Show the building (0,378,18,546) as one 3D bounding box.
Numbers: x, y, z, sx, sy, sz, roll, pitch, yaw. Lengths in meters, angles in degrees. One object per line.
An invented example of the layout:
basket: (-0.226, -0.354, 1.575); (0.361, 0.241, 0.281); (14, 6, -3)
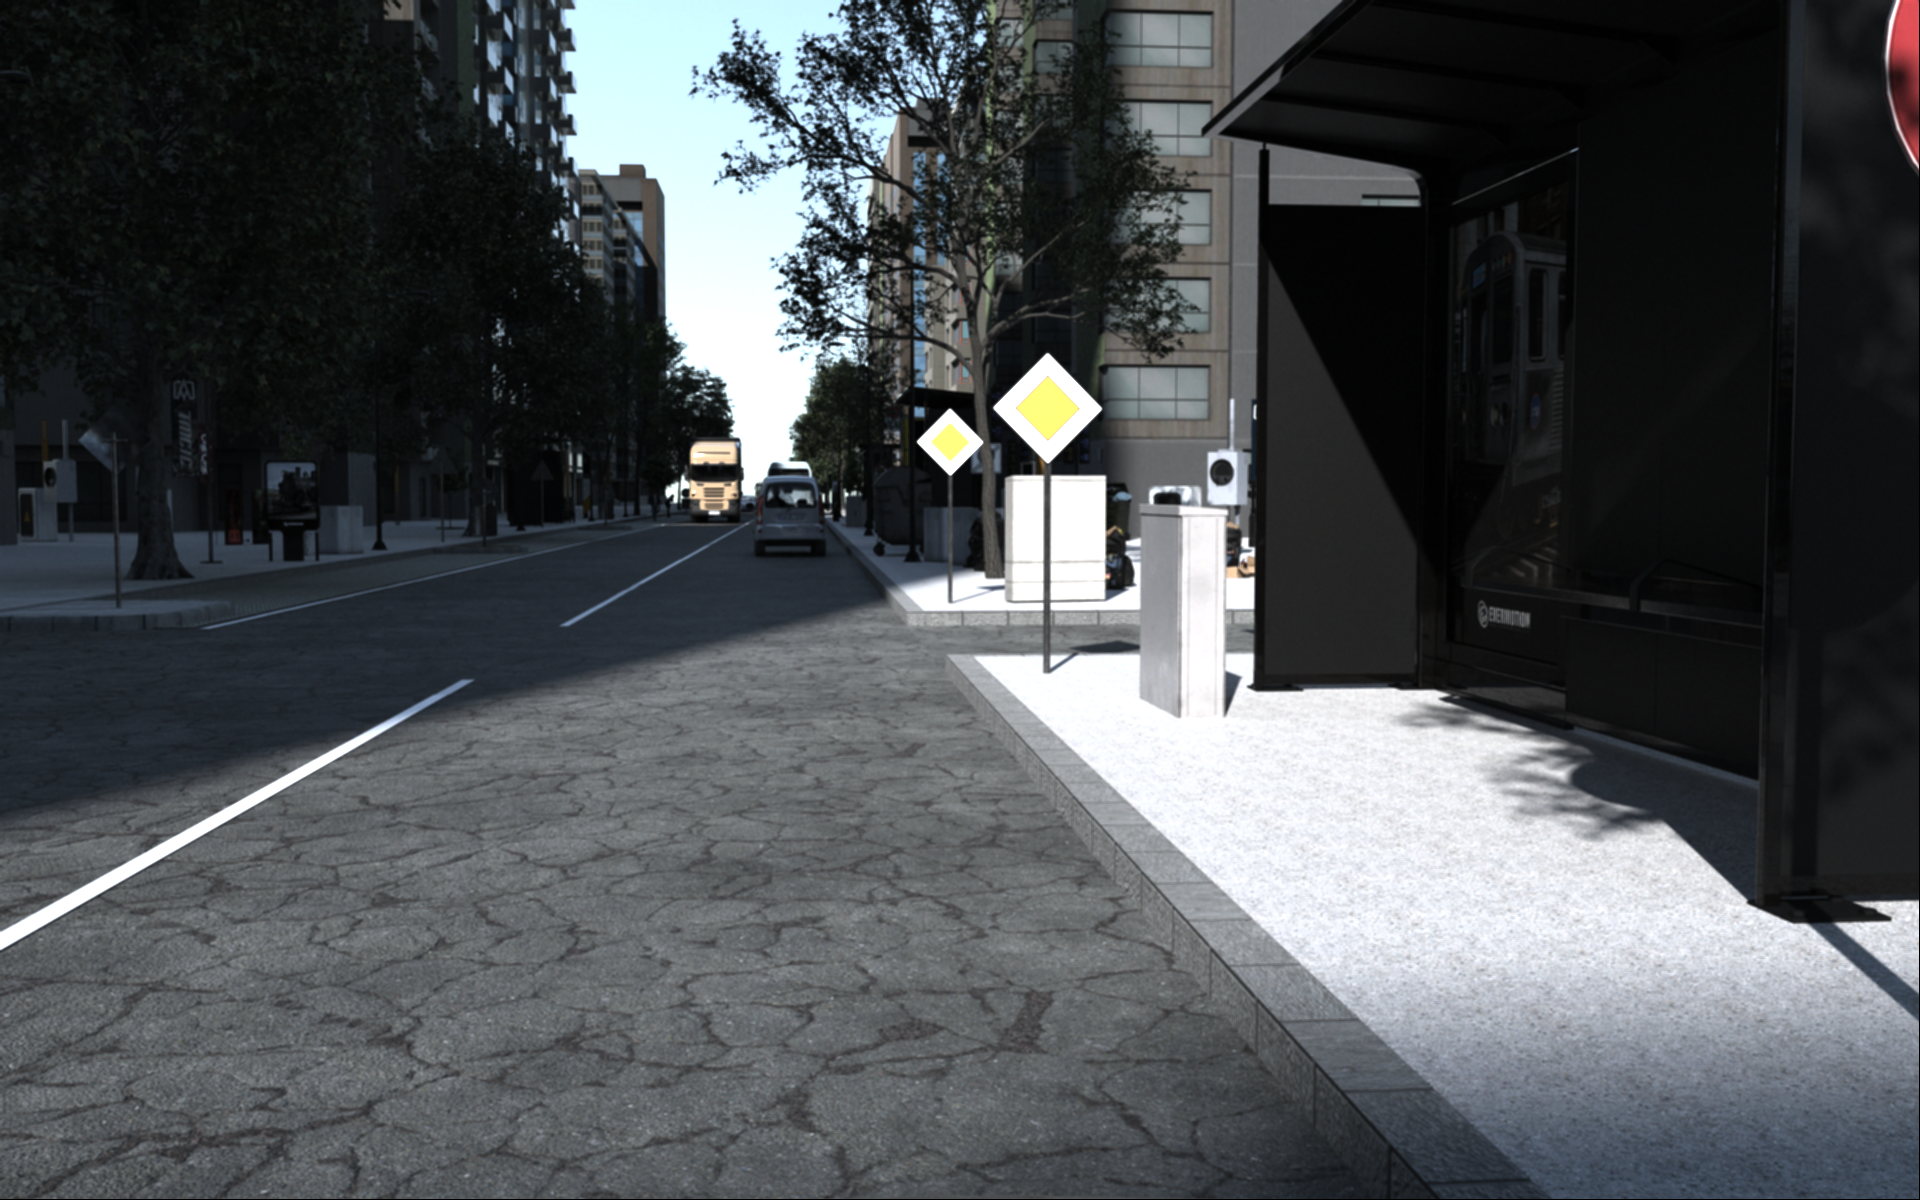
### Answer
building: (-30.274, -21.508, 35.245); (14.154, 41.232, 14.086); (0, 4, -5)

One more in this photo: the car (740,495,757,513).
car: (-15.115, -6.696, 121.842); (2.083, 1.381, 4.827); (0, 4, -6)

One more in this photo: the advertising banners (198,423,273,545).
advertising banners: (-18.306, -2.903, 43.655); (0.090, 3.025, 2.074); (2, 4, 34)

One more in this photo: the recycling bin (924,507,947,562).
recycling bin: (-0.218, -1.246, 32.919); (0.722, 1.027, 0.722); (-2, 4, -31)

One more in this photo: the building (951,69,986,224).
building: (11.984, -28.195, 152.873); (32.217, 40.220, 23.993); (0, 4, -5)

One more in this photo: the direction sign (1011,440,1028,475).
direction sign: (2.422, -4.906, 72.202); (0.876, 3.537, 0.379); (-1, 4, -11)

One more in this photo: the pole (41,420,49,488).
pole: (-25.101, -3.285, 47.561); (0.158, 3.312, 0.155); (0, 3, 0)

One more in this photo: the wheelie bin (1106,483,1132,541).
wheelie bin: (4.265, -2.414, 47.372); (0.980, 1.594, 0.693); (3, 4, 36)

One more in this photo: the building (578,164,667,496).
building: (-47.951, -35.983, 238.427); (14.600, 45.320, 14.200); (0, 4, -5)

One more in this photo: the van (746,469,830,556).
van: (-4.085, -2.095, 41.265); (2.013, 2.044, 4.112); (0, 4, -7)

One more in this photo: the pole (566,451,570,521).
pole: (-18.688, -5.423, 82.509); (0.158, 3.312, 0.155); (0, 3, 0)

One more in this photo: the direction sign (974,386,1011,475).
direction sign: (0.595, -2.742, 36.826); (0.379, 3.537, 0.876); (-3, 5, -42)

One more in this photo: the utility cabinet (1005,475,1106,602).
utility cabinet: (1.132, -0.730, 20.619); (1.173, 1.500, 0.318); (-1, 4, -17)

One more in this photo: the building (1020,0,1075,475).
building: (9.921, -19.435, 89.471); (14.160, 30.474, 14.107); (0, 4, -5)

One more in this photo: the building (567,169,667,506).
building: (-53.975, -32.233, 218.885); (32.217, 40.220, 23.993); (0, 4, -5)

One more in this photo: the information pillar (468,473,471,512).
information pillar: (-16.613, -3.352, 59.296); (0.304, 2.012, 0.304); (1, 4, 14)

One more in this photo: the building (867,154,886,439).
building: (-1.960, -37.922, 243.721); (21.300, 48.544, 21.600); (0, 4, -5)

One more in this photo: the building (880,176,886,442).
building: (-3.445, -33.159, 225.748); (14.154, 41.232, 14.086); (0, 4, -5)

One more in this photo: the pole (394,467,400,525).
pole: (-23.337, -4.766, 71.769); (0.158, 3.312, 0.155); (0, 3, 0)

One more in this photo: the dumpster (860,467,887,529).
dumpster: (-2.890, -3.750, 63.813); (1.502, 2.255, 1.985); (0, 4, -5)

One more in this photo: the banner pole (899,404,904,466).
banner pole: (-1.614, -3.557, 48.166); (0.401, 3.779, 0.863); (0, 4, -6)

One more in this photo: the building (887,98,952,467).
building: (-0.342, -33.453, 197.059); (14.600, 45.320, 14.200); (0, 4, -5)

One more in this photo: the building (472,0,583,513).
building: (-42.495, -31.656, 137.179); (23.786, 49.044, 30.456); (0, 4, -5)

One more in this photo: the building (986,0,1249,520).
building: (8.362, -25.715, 104.038); (14.154, 41.232, 14.086); (0, 4, -5)

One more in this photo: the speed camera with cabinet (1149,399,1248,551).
speed camera with cabinet: (4.987, -2.570, 36.351); (2.038, 3.252, 0.660); (2, 4, 34)

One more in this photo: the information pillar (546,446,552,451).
information pillar: (-19.770, -5.613, 83.122); (0.504, 3.616, 0.183); (-1, 4, -17)

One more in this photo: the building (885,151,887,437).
building: (-1.849, -34.315, 211.154); (14.600, 45.320, 14.200); (0, 4, -5)

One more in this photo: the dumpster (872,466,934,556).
dumpster: (-1.194, -1.871, 36.349); (1.264, 1.857, 1.865); (0, 4, -5)

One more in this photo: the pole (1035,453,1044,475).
pole: (1.550, -2.407, 33.199); (0.158, 3.312, 0.155); (0, 3, 0)

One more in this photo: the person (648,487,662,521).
person: (-16.123, -5.045, 91.335); (0.721, 1.781, 0.623); (3, 4, 36)

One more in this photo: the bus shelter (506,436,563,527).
bus shelter: (-17.355, -4.910, 71.567); (1.731, 3.624, 6.357); (0, 4, -5)

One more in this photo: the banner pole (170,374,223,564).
banner pole: (-14.095, -2.563, 31.922); (0.863, 3.779, 0.401); (-2, 4, -35)

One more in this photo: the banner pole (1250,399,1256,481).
banner pole: (7.133, -3.064, 40.118); (0.863, 3.779, 0.401); (1, 4, 22)

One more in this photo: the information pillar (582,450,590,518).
information pillar: (-19.896, -6.177, 92.352); (0.504, 3.616, 0.183); (-2, 4, -35)

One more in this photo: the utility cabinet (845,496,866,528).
utility cabinet: (-4.025, -3.407, 66.863); (0.306, 1.237, 1.020); (-3, 4, -37)

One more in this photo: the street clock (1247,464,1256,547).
street clock: (7.073, -2.277, 41.797); (0.358, 2.002, 0.471); (0, 4, 5)

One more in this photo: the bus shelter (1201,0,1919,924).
bus shelter: (2.693, -1.039, 8.264); (1.731, 3.624, 6.357); (0, 4, -5)

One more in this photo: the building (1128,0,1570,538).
building: (10.536, -22.808, 56.501); (14.154, 41.232, 14.086); (0, 4, -5)

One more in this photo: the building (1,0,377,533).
building: (-30.092, -17.781, 62.413); (14.160, 30.474, 14.107); (0, 4, -5)

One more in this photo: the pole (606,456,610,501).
pole: (-18.712, -6.007, 92.060); (0.158, 3.312, 0.155); (0, 3, 0)

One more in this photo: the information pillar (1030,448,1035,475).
information pillar: (2.025, -3.202, 43.708); (0.504, 3.616, 0.183); (-1, 4, -19)

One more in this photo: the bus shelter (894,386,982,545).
bus shelter: (-0.538, -3.030, 40.820); (1.731, 3.624, 6.357); (0, 4, -5)

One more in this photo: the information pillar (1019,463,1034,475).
information pillar: (1.558, -2.205, 40.538); (0.304, 2.012, 0.304); (0, 4, -5)

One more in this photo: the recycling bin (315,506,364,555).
recycling bin: (-13.327, -1.506, 37.177); (0.722, 1.027, 0.722); (2, 4, 27)

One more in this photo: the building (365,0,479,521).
building: (-31.852, -24.494, 84.072); (14.154, 41.232, 14.086); (0, 4, -5)

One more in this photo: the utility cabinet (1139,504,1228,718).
utility cabinet: (1.333, 0.048, 10.384); (0.306, 1.237, 1.020); (0, 4, -7)

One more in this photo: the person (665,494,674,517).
person: (-17.762, -5.767, 106.021); (0.421, 1.427, 0.697); (2, 4, 34)

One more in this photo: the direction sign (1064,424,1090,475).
direction sign: (3.022, -3.234, 44.872); (0.379, 3.537, 0.876); (-3, 5, -45)

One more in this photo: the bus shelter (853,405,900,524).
bus shelter: (-3.545, -6.025, 76.145); (2.179, 5.291, 8.768); (0, 4, -5)

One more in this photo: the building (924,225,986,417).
building: (12.214, -17.232, 126.780); (27.650, 21.520, 28.899); (0, 4, -5)

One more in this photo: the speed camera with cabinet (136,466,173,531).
speed camera with cabinet: (-25.665, -3.718, 55.127); (0.660, 3.252, 2.038); (-1, 4, -11)

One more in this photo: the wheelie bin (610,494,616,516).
wheelie bin: (-19.072, -5.247, 93.691); (0.980, 1.594, 0.693); (1, 4, 8)

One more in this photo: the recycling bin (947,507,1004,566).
recycling bin: (0.308, -1.145, 31.280); (0.722, 1.027, 0.722); (3, 4, 36)
